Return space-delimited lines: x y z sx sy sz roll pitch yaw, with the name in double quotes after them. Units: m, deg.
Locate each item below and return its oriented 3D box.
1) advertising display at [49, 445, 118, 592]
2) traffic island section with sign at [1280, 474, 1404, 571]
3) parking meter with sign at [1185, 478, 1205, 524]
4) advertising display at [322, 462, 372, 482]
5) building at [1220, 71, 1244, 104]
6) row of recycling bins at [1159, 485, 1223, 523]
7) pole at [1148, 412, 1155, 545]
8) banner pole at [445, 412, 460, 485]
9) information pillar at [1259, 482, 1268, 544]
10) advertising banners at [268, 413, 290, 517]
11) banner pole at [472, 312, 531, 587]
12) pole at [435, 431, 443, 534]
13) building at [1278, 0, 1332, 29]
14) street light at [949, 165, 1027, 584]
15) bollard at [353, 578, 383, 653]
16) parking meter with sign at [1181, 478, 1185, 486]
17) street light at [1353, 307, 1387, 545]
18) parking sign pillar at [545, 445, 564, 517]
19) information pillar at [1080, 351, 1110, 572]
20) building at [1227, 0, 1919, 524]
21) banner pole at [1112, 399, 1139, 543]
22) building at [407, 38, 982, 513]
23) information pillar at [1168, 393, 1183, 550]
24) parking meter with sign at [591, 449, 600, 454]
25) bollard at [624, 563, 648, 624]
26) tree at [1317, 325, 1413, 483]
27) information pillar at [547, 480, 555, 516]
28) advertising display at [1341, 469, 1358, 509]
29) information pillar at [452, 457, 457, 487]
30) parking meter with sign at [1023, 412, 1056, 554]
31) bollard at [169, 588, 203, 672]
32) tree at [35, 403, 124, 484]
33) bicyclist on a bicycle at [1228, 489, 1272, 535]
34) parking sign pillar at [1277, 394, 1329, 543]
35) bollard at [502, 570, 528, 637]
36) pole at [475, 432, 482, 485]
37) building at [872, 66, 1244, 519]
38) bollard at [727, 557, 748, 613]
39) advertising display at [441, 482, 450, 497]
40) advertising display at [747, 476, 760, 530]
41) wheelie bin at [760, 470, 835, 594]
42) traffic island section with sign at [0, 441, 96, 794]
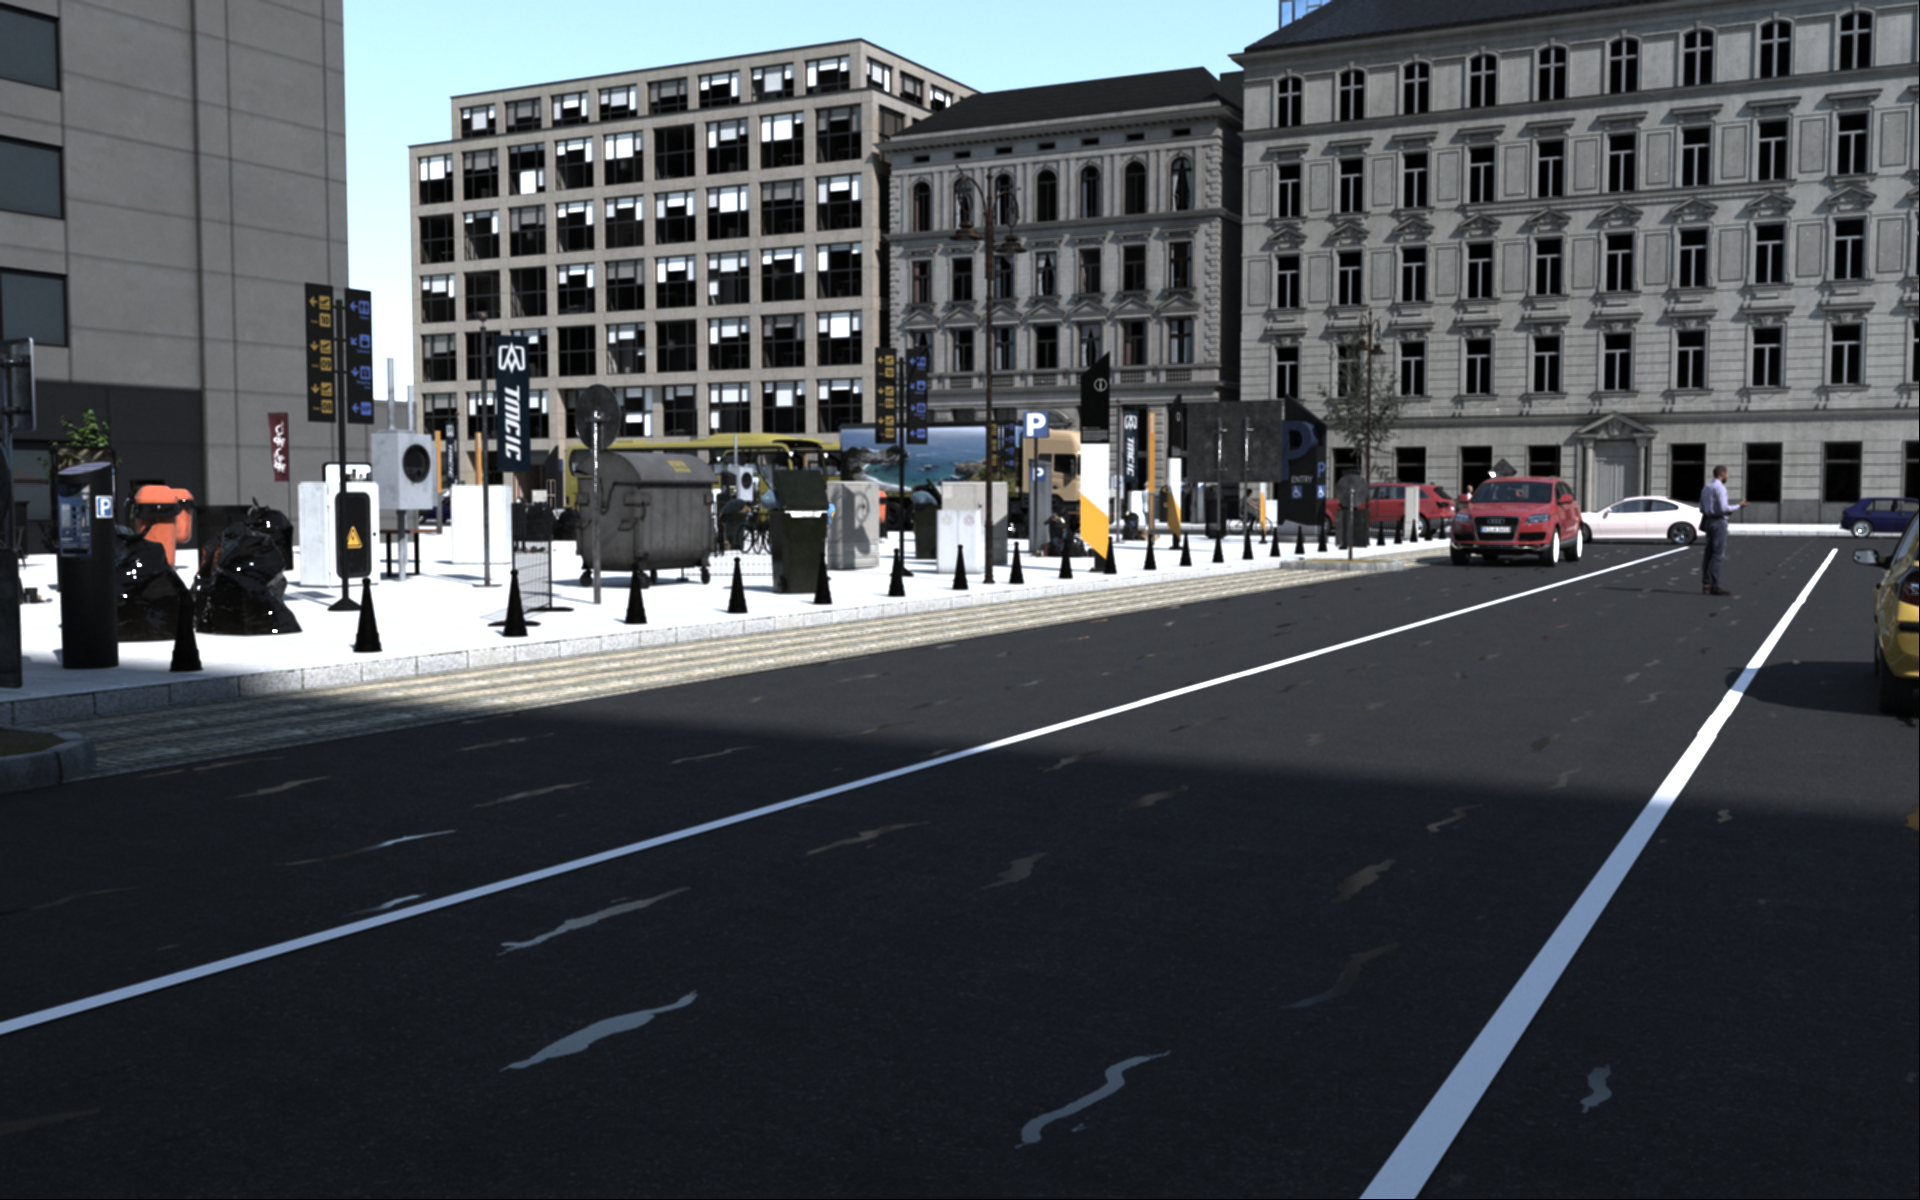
-11.622 -1.088 23.011 0.123 1.923 0.974 1 4 21 "advertising display"
7.351 -1.488 32.960 1.989 1.847 2.006 2 4 28 "traffic island section with sign"
10.271 -4.778 74.381 0.543 3.016 1.738 0 4 -8 "parking meter with sign"
-12.452 -1.838 35.260 0.974 1.923 0.123 -3 4 -36 "advertising display"
41.135 -34.378 185.779 21.600 48.544 21.300 2 4 28 "building"
10.341 -4.302 77.454 1.069 1.692 3.534 -3 5 -41 "row of recycling bins"
4.794 -3.027 43.338 0.158 3.312 0.155 0 3 0 "pole"
-15.333 -3.819 52.460 0.401 3.779 0.863 1 4 17 "banner pole"
7.810 -3.255 44.570 0.183 3.616 0.504 1 4 18 "information pillar"
-13.941 -2.501 37.073 2.074 3.025 0.090 1 4 20 "advertising banners"
-6.362 -2.082 24.057 0.863 3.779 0.401 -2 4 -27 "banner pole"
-16.768 -3.783 55.696 0.158 3.312 0.155 0 3 0 "pole"
39.721 -51.264 150.833 22.319 86.520 31.000 2 4 28 "building"
0.415 -3.173 24.674 0.468 5.910 1.993 2 4 28 "street light"
-4.828 0.118 14.104 0.229 0.601 0.229 0 3 0 "bollard"
10.407 -5.117 79.919 0.543 3.016 1.738 3 5 40 "parking meter with sign"
10.170 -4.300 43.099 0.468 5.910 1.993 2 4 28 "street light"
-22.661 -6.617 96.659 1.447 3.967 1.447 -3 5 -43 "parking sign pillar"
2.228 -2.268 28.439 0.504 3.616 0.183 0 4 3 "information pillar"
36.378 -18.650 81.338 44.131 29.872 17.030 2 4 28 "building"
4.360 -3.399 45.597 0.863 3.779 0.401 -2 4 -27 "banner pole"
-15.305 -18.715 110.507 34.151 26.468 19.350 2 4 28 "building"
4.966 -2.978 40.039 0.183 3.616 0.504 3 4 36 "information pillar"
-11.461 -3.784 58.135 1.738 3.016 0.543 -3 4 -36 "parking meter with sign"
-3.214 -0.068 17.159 0.229 0.601 0.229 0 3 0 "bollard"
17.443 -7.614 74.845 4.360 8.622 3.978 0 3 0 "tree"
-21.132 -5.199 89.499 0.304 2.012 0.304 2 4 32 "information pillar"
10.046 -2.417 44.735 0.123 1.923 0.974 0 4 -5 "advertising display"
-28.479 -6.496 97.571 0.183 3.616 0.504 1 4 10 "information pillar"
1.770 -2.527 37.571 0.543 3.016 1.738 1 4 11 "parking meter with sign"
-5.630 0.212 12.582 0.229 0.601 0.229 0 3 0 "bollard"
-17.871 -2.518 35.774 1.663 3.219 1.824 0 3 0 "tree"
10.216 -3.115 60.955 1.625 1.676 1.499 2 4 27 "bicyclist on a bicycle"
9.067 -3.515 45.946 1.447 3.967 1.447 -3 5 -41 "parking sign pillar"
-4.017 0.025 15.630 0.229 0.601 0.229 0 3 0 "bollard"
-15.882 -3.873 57.165 0.158 3.312 0.155 0 3 0 "pole"
6.678 -16.207 93.868 19.941 23.489 11.050 2 4 28 "building"
-2.403 -0.162 18.692 0.229 0.601 0.229 0 3 0 "bollard"
-27.810 -5.399 93.485 0.123 1.923 0.974 1 4 12 "advertising display"
-7.225 -3.384 60.540 0.123 1.923 0.974 1 4 14 "advertising display"
-2.134 -0.891 22.476 0.980 1.594 0.693 -2 4 -25 "wheelie bin"
-5.532 0.004 8.563 1.989 1.847 2.006 2 4 28 "traffic island section with sign"
